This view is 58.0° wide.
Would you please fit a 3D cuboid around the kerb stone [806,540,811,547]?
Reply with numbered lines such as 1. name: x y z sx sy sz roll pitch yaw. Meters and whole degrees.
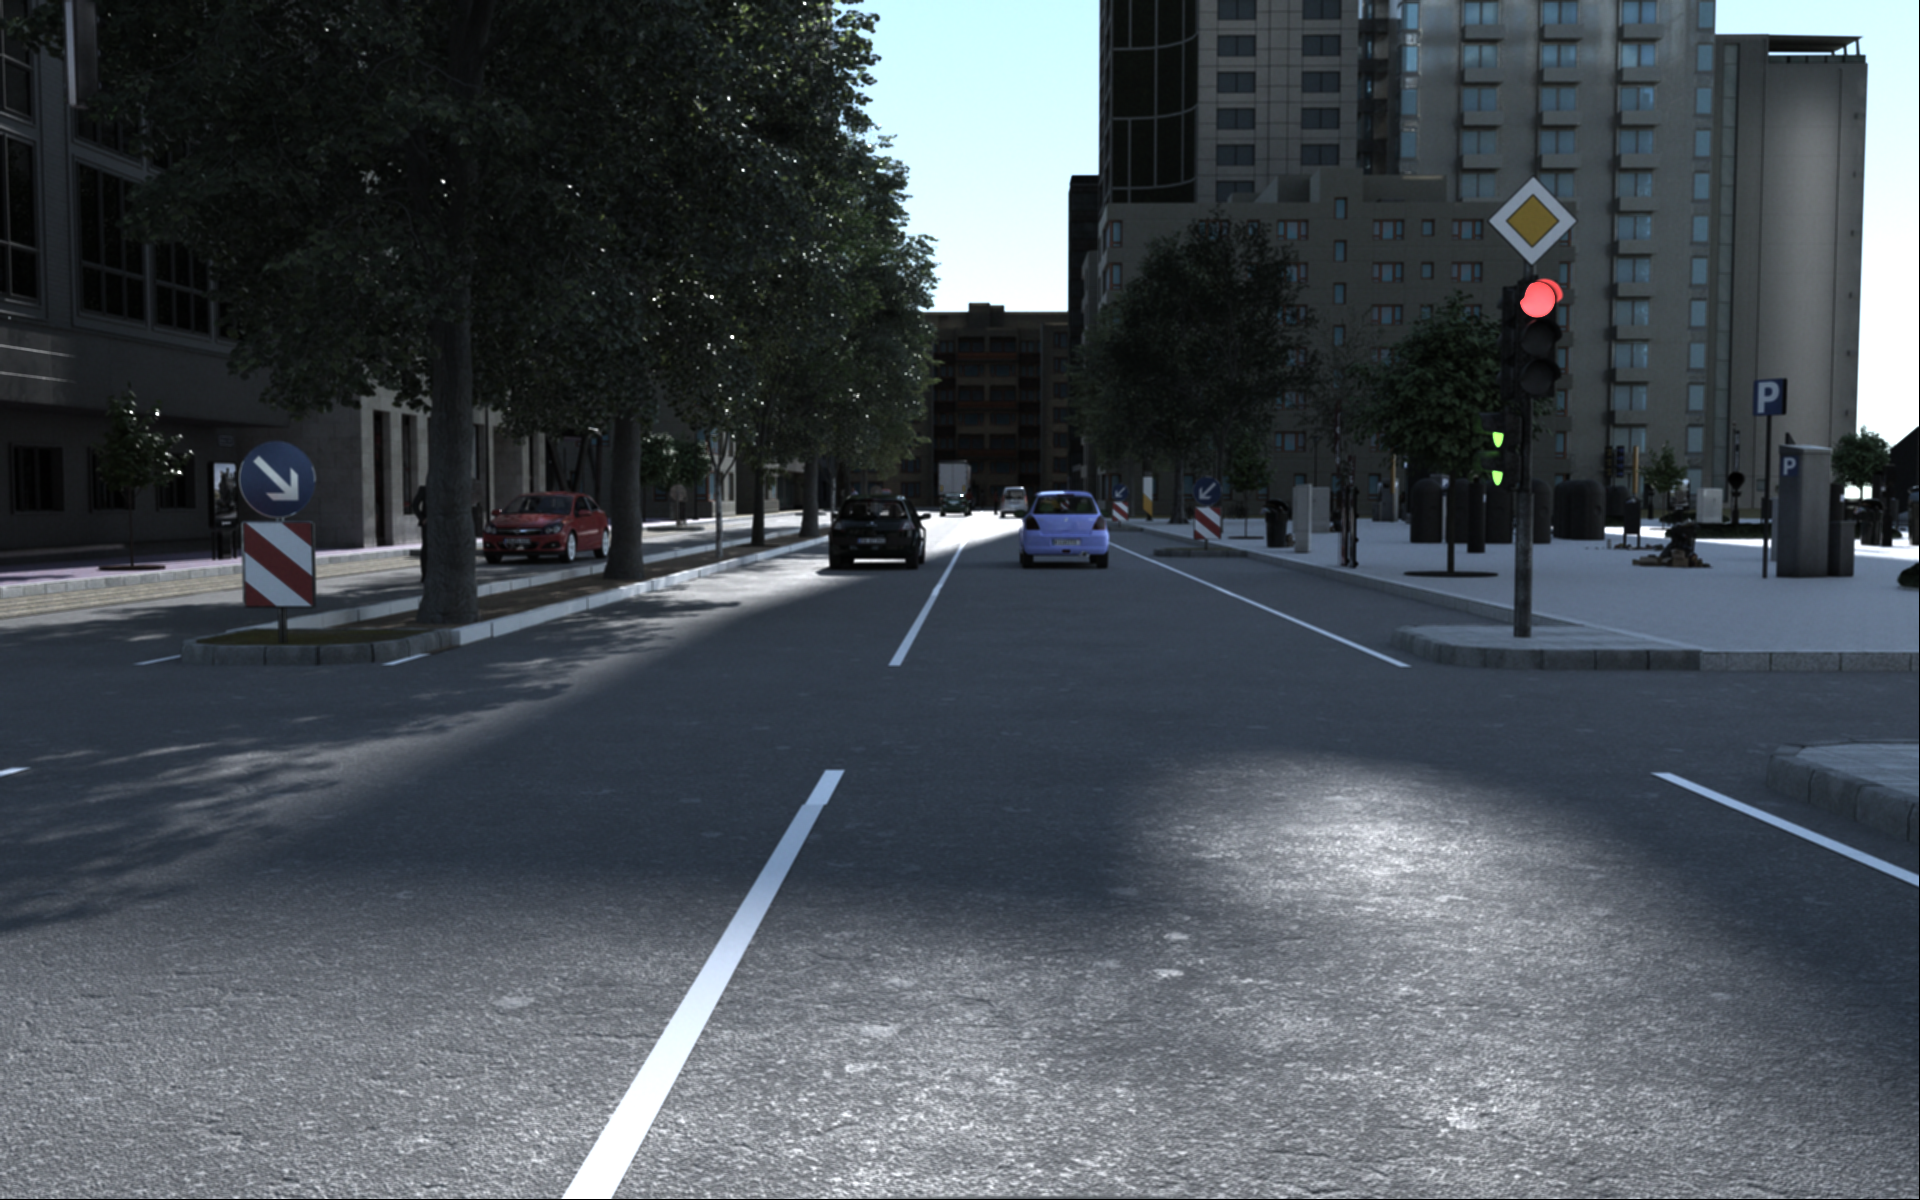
1. kerb stone: -4.194 -1.486 46.517 0.120 0.150 1.000 0 4 1

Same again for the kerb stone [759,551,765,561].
1. kerb stone: -4.369 -0.923 37.296 0.120 0.150 1.000 0 4 1

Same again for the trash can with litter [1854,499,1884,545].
1. trash can with litter: 22.929 -1.971 43.617 0.624 1.170 1.055 3 4 36

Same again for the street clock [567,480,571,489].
1. street clock: -20.175 -5.177 89.213 0.358 2.002 0.471 -1 4 -20

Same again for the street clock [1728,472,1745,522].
1. street clock: 25.171 -3.157 56.179 0.471 2.002 0.358 3 4 37

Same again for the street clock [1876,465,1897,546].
1. street clock: 22.845 -2.328 42.625 0.358 2.002 0.471 1 4 13

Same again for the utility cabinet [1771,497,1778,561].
1. utility cabinet: 15.996 -1.350 33.236 1.020 1.237 0.306 -2 4 -33

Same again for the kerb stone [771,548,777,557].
1. kerb stone: -4.331 -1.048 39.340 0.120 0.150 1.000 0 4 1

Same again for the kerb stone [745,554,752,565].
1. kerb stone: -4.406 -0.795 35.245 0.120 0.150 1.000 0 4 1

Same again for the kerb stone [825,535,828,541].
1. kerb stone: -4.108 -1.801 51.645 0.120 0.150 1.000 0 4 1

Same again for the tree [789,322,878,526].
1. tree: -4.785 -6.864 65.052 4.360 8.622 3.978 0 3 0

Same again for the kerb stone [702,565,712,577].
1. kerb stone: -4.495 -0.484 30.127 0.120 0.150 1.000 0 4 1

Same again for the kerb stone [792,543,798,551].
1. kerb stone: -4.250 -1.295 43.436 0.120 0.150 1.000 0 4 1

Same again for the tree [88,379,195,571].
1. tree: -14.090 -2.124 29.330 1.663 3.219 1.824 0 3 0

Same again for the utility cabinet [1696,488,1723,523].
1. utility cabinet: 28.386 -3.480 65.577 1.173 1.500 0.318 -2 4 -32

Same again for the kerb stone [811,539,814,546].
1. kerb stone: -4.183 -1.545 47.547 0.120 0.150 1.000 0 4 1

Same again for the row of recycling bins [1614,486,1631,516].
1. row of recycling bins: 32.337 -4.835 86.168 1.069 1.692 3.534 0 4 -3

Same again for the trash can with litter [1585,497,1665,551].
1. trash can with litter: 15.641 -1.763 39.887 1.678 1.210 2.233 -1 4 -16

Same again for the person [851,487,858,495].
1. person: -6.285 -5.663 100.956 0.599 1.838 0.709 -3 5 -41

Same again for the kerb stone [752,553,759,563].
1. kerb stone: -4.398 -0.858 36.267 0.120 0.150 1.000 0 4 1

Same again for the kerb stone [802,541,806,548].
1. kerb stone: -4.219 -1.424 45.483 0.120 0.150 1.000 0 4 1

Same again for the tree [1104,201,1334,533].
1. tree: 8.289 -7.458 56.348 8.767 10.594 7.601 2 4 35

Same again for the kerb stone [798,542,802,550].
1. kerb stone: -4.236 -1.362 44.461 0.120 0.150 1.000 0 4 1

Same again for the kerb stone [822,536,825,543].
1. kerb stone: -4.129 -1.736 50.616 0.120 0.150 1.000 0 4 1

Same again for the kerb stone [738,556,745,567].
1. kerb stone: -4.432 -0.736 34.223 0.120 0.150 1.000 0 4 1

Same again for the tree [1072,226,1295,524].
1. tree: 9.491 -9.624 74.358 9.611 12.733 9.660 0 3 0

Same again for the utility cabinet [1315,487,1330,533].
1. utility cabinet: 11.486 -2.934 56.653 1.173 1.500 0.318 0 4 4

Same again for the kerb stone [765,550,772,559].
1. kerb stone: -4.349 -0.981 38.318 0.120 0.150 1.000 0 4 1

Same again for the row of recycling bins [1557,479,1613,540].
1. row of recycling bins: 17.751 -2.613 49.829 1.069 1.692 3.534 1 4 9

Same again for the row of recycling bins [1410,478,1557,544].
1. row of recycling bins: 13.614 -2.335 45.296 3.534 1.692 1.069 1 4 12

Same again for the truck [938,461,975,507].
1. truck: -0.317 -9.943 151.485 2.839 4.237 11.283 0 4 3

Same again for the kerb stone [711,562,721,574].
1. kerb stone: -4.486 -0.548 31.150 0.120 0.150 1.000 0 4 1

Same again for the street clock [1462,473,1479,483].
1. street clock: 15.155 -2.867 51.443 0.471 2.002 0.358 -2 4 -31

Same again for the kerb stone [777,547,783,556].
1. kerb stone: -4.314 -1.110 40.362 0.120 0.150 1.000 0 4 1

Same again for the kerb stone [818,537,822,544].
1. kerb stone: -4.137 -1.676 49.593 0.120 0.150 1.000 0 4 1

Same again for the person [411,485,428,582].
1. person: -8.576 -1.250 28.299 0.474 1.900 0.648 2 4 32

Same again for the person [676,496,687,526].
1. person: -11.553 -3.829 71.653 0.519 1.759 0.362 1 4 17

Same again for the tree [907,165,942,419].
1. tree: -5.019 -9.065 57.329 9.857 13.997 8.962 0 3 0

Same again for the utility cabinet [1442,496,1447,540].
1. utility cabinet: 13.833 -2.304 48.835 1.020 1.237 0.306 -1 4 -21

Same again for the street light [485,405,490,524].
1. street light: -13.282 -4.774 50.592 1.470 5.913 1.316 0 4 1

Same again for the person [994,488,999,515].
1. person: 2.557 -6.914 121.485 0.705 1.831 1.348 0 4 -2

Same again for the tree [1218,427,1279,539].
1. tree: 8.127 -3.374 49.773 1.663 3.219 1.824 0 3 0

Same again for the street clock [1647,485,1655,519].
1. street clock: 35.065 -5.095 87.875 0.471 2.002 0.358 -2 4 -34

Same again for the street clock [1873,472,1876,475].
1. street clock: 28.429 -2.990 53.459 0.358 2.002 0.471 -2 4 -33

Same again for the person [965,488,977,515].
1. person: 0.648 -6.608 116.475 0.705 1.831 1.348 -3 4 -36

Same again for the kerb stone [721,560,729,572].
1. kerb stone: -4.465 -0.610 32.172 0.120 0.150 1.000 0 4 1

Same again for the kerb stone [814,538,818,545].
1. kerb stone: -4.167 -1.607 48.569 0.120 0.150 1.000 0 4 1

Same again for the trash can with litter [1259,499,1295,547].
1. trash can with litter: 7.679 -1.859 41.778 0.624 1.170 1.055 2 4 32

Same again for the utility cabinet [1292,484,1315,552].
1. utility cabinet: 7.557 -1.803 38.166 0.318 1.500 1.173 1 4 14

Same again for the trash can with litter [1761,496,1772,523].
1. trash can with litter: 30.337 -3.337 65.621 1.678 1.210 2.233 -2 4 -26

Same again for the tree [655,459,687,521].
1. tree: -13.629 -5.364 82.302 1.663 3.219 1.824 0 3 0

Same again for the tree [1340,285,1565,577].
1. tree: 7.833 -2.661 27.228 4.285 4.588 4.351 0 3 0

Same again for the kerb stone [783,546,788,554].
1. kerb stone: -4.296 -1.174 41.384 0.120 0.150 1.000 0 4 1

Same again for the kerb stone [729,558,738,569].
1. kerb stone: -4.441 -0.673 33.200 0.120 0.150 1.000 0 4 1

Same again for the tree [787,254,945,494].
1. tree: -4.582 -9.808 80.952 7.486 12.596 7.792 0 3 0

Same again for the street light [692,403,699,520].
1. street light: -12.543 -6.914 85.578 1.470 5.913 1.316 0 4 1

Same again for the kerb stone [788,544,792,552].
1. kerb stone: -4.283 -1.231 42.411 0.120 0.150 1.000 0 4 1

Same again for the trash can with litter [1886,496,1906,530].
1. trash can with litter: 32.619 -3.086 61.517 2.233 1.210 1.678 0 4 2

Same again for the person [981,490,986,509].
1. person: 2.168 -9.453 163.061 0.705 1.824 1.348 -1 4 -17

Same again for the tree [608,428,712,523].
1. tree: -14.282 -5.763 77.931 4.285 4.588 4.351 0 3 0
